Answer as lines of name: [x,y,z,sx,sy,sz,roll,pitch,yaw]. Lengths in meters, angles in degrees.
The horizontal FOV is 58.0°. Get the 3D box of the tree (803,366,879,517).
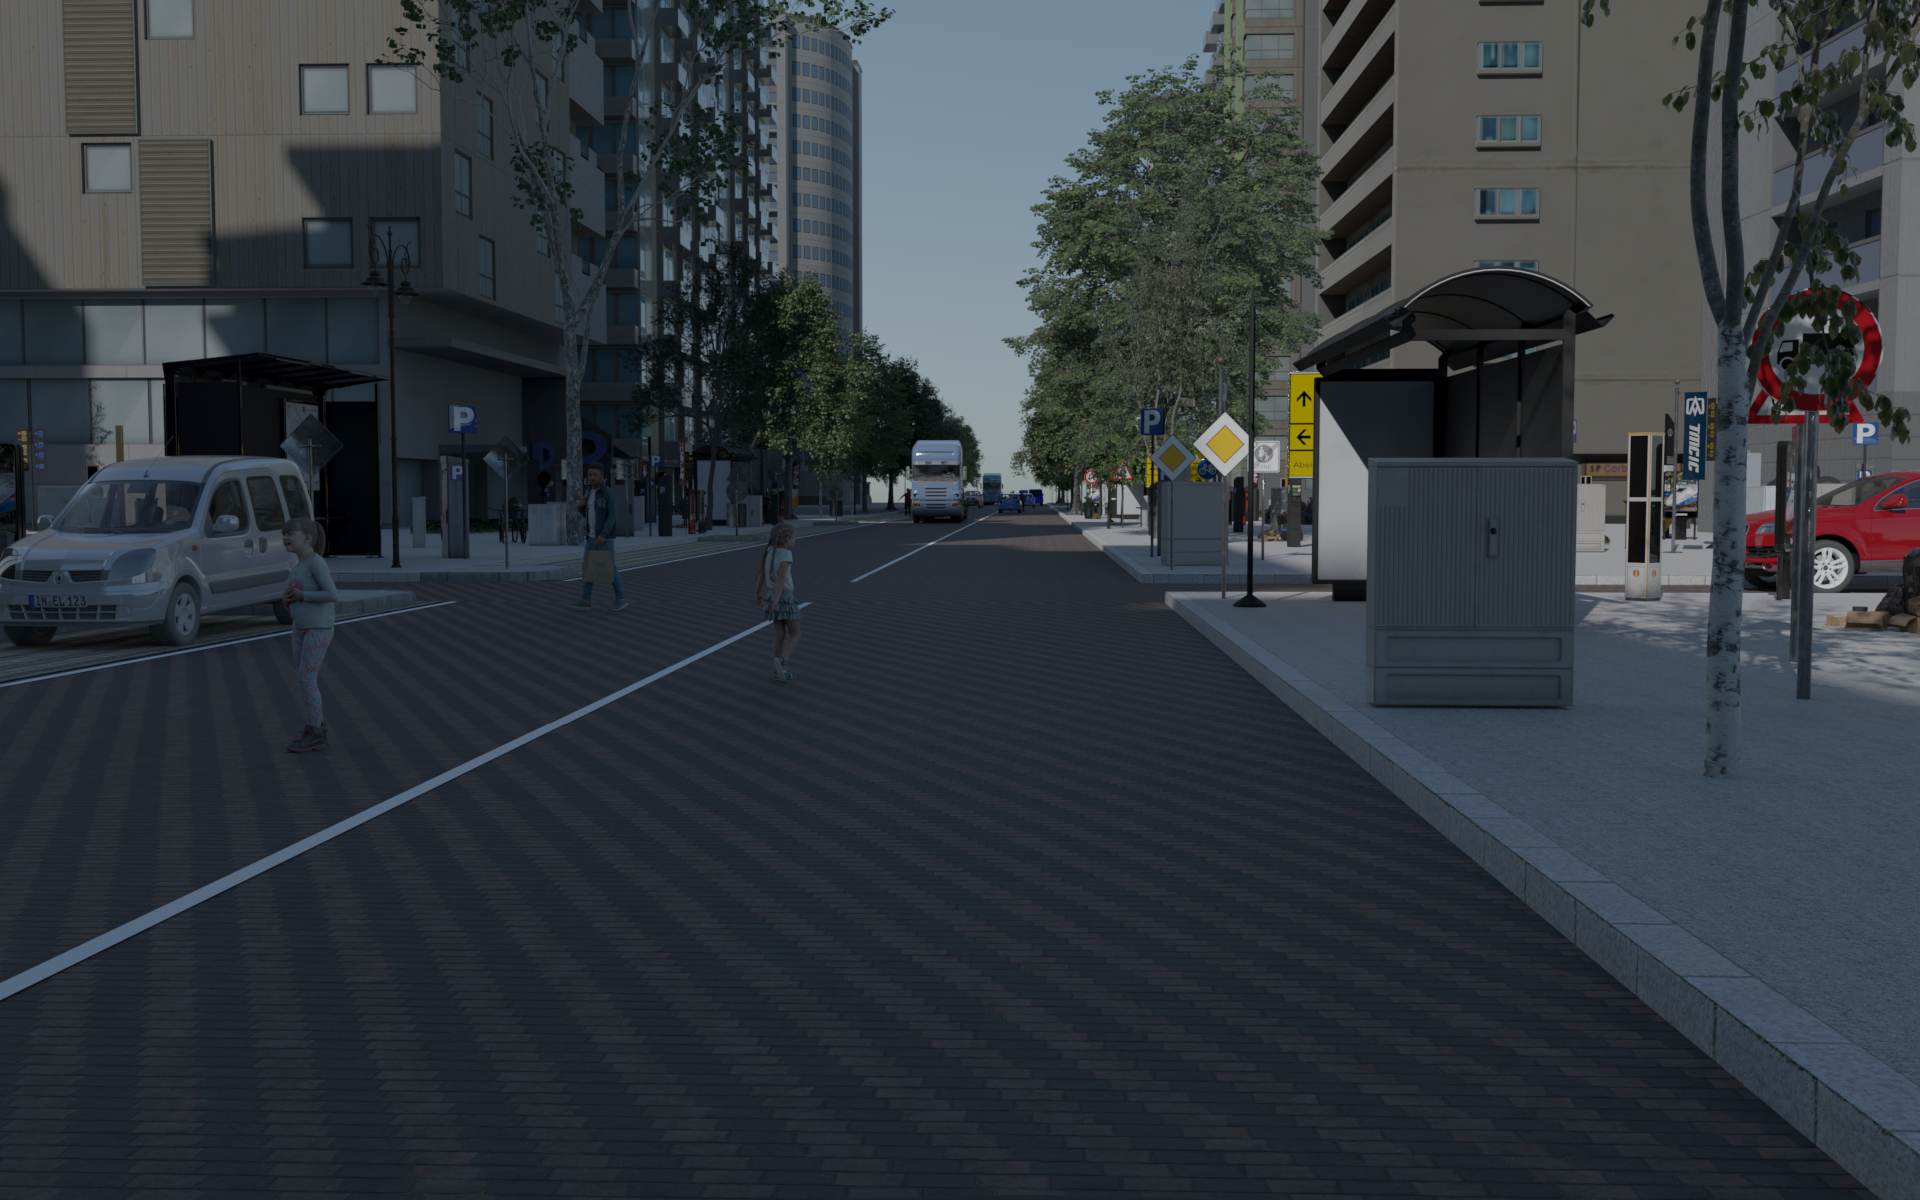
tree: [-7.549,-8.934,96.440,4.737,8.622,4.395,0,3,0]

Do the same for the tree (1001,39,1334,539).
tree: [5.836,-8.749,49.704,9.857,13.997,8.962,0,3,0]

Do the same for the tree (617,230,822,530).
tree: [-8.608,-7.746,61.053,7.601,10.594,8.767,1,4,12]

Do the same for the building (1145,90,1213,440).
building: [38.198,-38.797,223.566,28.713,52.752,27.495,0,4,2]

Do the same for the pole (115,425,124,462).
pole: [-24.950,-3.526,51.493,0.158,3.312,0.155,0,3,0]

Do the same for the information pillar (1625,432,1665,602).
information pillar: [8.214,-0.996,20.784,0.304,2.012,0.304,-3,4,-36]

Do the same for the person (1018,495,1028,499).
person: [6.199,-10.083,174.077,1.217,1.735,0.721,0,4,8]

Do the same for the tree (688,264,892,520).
tree: [-8.574,-10.356,86.320,9.611,12.733,9.660,0,3,0]

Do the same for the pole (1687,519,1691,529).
pole: [26.832,-4.279,63.802,0.158,3.312,0.155,0,3,0]

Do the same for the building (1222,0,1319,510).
building: [26.608,-27.314,130.185,14.154,41.232,14.086,0,4,2]

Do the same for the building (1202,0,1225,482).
building: [33.062,-32.561,151.977,23.786,49.044,30.456,0,4,2]

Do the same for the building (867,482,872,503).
building: [-28.984,-33.541,240.271,32.217,40.220,23.993,0,4,2]

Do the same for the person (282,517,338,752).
person: [-3.676,0.186,9.742,0.425,1.301,0.394,2,4,24]

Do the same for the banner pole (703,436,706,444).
banner pole: [-10.900,-5.229,75.504,0.863,3.779,0.401,-2,4,-27]

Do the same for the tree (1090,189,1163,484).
tree: [4.813,-5.515,40.533,4.360,8.622,3.978,0,3,0]

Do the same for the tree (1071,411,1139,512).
tree: [9.252,-12.024,122.345,9.928,11.665,9.643,0,3,0]

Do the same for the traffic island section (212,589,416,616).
traffic island section: [-8.130,0.034,21.728,2.009,0.180,2.903,0,4,2]

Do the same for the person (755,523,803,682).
person: [-1.443,0.011,13.336,0.505,1.210,0.382,3,5,44]

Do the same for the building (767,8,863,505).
building: [-23.856,-41.061,213.350,21.231,58.520,28.212,0,4,2]

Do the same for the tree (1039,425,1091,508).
tree: [10.393,-14.831,160.612,7.486,12.596,7.792,0,3,0]

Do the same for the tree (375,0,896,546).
tree: [-8.418,-11.357,41.568,12.611,20.169,13.585,0,3,0]

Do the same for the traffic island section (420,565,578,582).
traffic island section: [-7.788,-0.454,29.706,2.009,0.180,2.903,0,4,2]

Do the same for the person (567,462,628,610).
person: [-4.395,-0.774,21.147,0.713,1.824,0.794,-2,4,-32]

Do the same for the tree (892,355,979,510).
tree: [-5.470,-13.584,139.108,9.611,12.733,9.660,0,3,0]

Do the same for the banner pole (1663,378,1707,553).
banner pole: [15.712,-2.902,37.469,0.863,3.779,0.401,3,4,38]

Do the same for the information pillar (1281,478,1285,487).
information pillar: [14.982,-4.611,79.885,0.304,2.012,0.304,3,4,36]

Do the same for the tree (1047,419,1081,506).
tree: [10.023,-13.076,148.211,7.601,10.594,8.767,2,4,33]

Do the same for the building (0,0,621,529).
building: [-31.265,-29.661,74.199,28.713,52.752,27.495,0,4,2]

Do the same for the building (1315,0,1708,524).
building: [29.496,-28.054,82.390,21.300,48.544,21.600,0,4,2]

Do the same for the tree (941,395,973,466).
tree: [-3.598,-17.665,199.191,12.009,13.543,11.850,0,3,0]

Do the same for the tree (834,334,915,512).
tree: [-6.830,-12.519,122.816,7.486,12.596,7.792,0,3,0]

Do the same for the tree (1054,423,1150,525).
tree: [6.795,-5.451,72.830,4.285,4.588,4.351,0,3,0]

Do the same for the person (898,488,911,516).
person: [-3.413,-6.427,113.521,1.348,1.831,0.705,0,4,-3]

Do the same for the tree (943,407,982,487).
tree: [-2.214,-18.630,222.725,7.486,12.596,7.792,0,3,0]

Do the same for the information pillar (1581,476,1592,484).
information pillar: [25.095,-3.974,69.466,0.304,2.012,0.304,-1,4,-19]

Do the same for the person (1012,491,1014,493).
person: [4.501,-8.400,146.775,0.436,1.711,0.756,-1,4,-20]

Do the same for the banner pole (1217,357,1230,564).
banner pole: [4.840,-2.565,31.954,0.401,3.779,0.863,1,4,20]

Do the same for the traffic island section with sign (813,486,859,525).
traffic island section with sign: [-5.662,-4.336,79.521,1.989,1.847,2.006,0,4,2]

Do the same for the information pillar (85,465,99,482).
information pillar: [-21.910,-2.403,43.776,0.304,2.012,0.304,-2,4,-30]

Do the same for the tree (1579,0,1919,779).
tree: [3.684,-3.496,7.516,4.360,8.622,3.978,0,3,0]

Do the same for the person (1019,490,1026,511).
person: [5.295,-8.373,145.956,0.434,1.755,0.990,3,5,40]

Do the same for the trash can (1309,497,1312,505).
trash can: [16.978,-4.336,82.542,0.748,1.137,0.748,0,3,0]

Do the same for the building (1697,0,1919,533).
building: [38.658,-30.931,47.715,28.212,58.520,21.231,0,4,2]

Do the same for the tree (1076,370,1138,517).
tree: [8.422,-9.051,98.350,4.737,8.622,4.395,0,3,0]

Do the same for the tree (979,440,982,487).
tree: [-4.078,-15.163,164.917,9.611,12.733,9.660,0,3,0]

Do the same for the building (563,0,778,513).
building: [-28.094,-32.487,150.766,23.786,49.044,30.456,0,4,2]

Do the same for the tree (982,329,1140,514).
tree: [7.633,-11.872,111.117,9.611,12.733,9.660,0,3,0]

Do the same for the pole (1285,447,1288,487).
pole: [14.062,-4.929,74.428,0.158,3.312,0.155,0,3,0]

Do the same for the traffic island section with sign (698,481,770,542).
traffic island section with sign: [-6.802,-2.689,52.590,1.989,1.847,2.006,0,4,2]

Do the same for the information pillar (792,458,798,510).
information pillar: [-9.620,-6.652,100.110,0.504,3.616,0.183,-1,4,-20]

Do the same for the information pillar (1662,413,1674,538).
information pillar: [20.565,-3.599,50.197,0.504,3.616,0.183,-2,4,-33]

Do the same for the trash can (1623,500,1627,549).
trash can: [15.130,-1.645,38.542,0.748,1.137,0.748,0,3,0]

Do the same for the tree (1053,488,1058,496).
tree: [14.723,-18.785,257.494,4.737,8.622,4.395,0,3,0]
